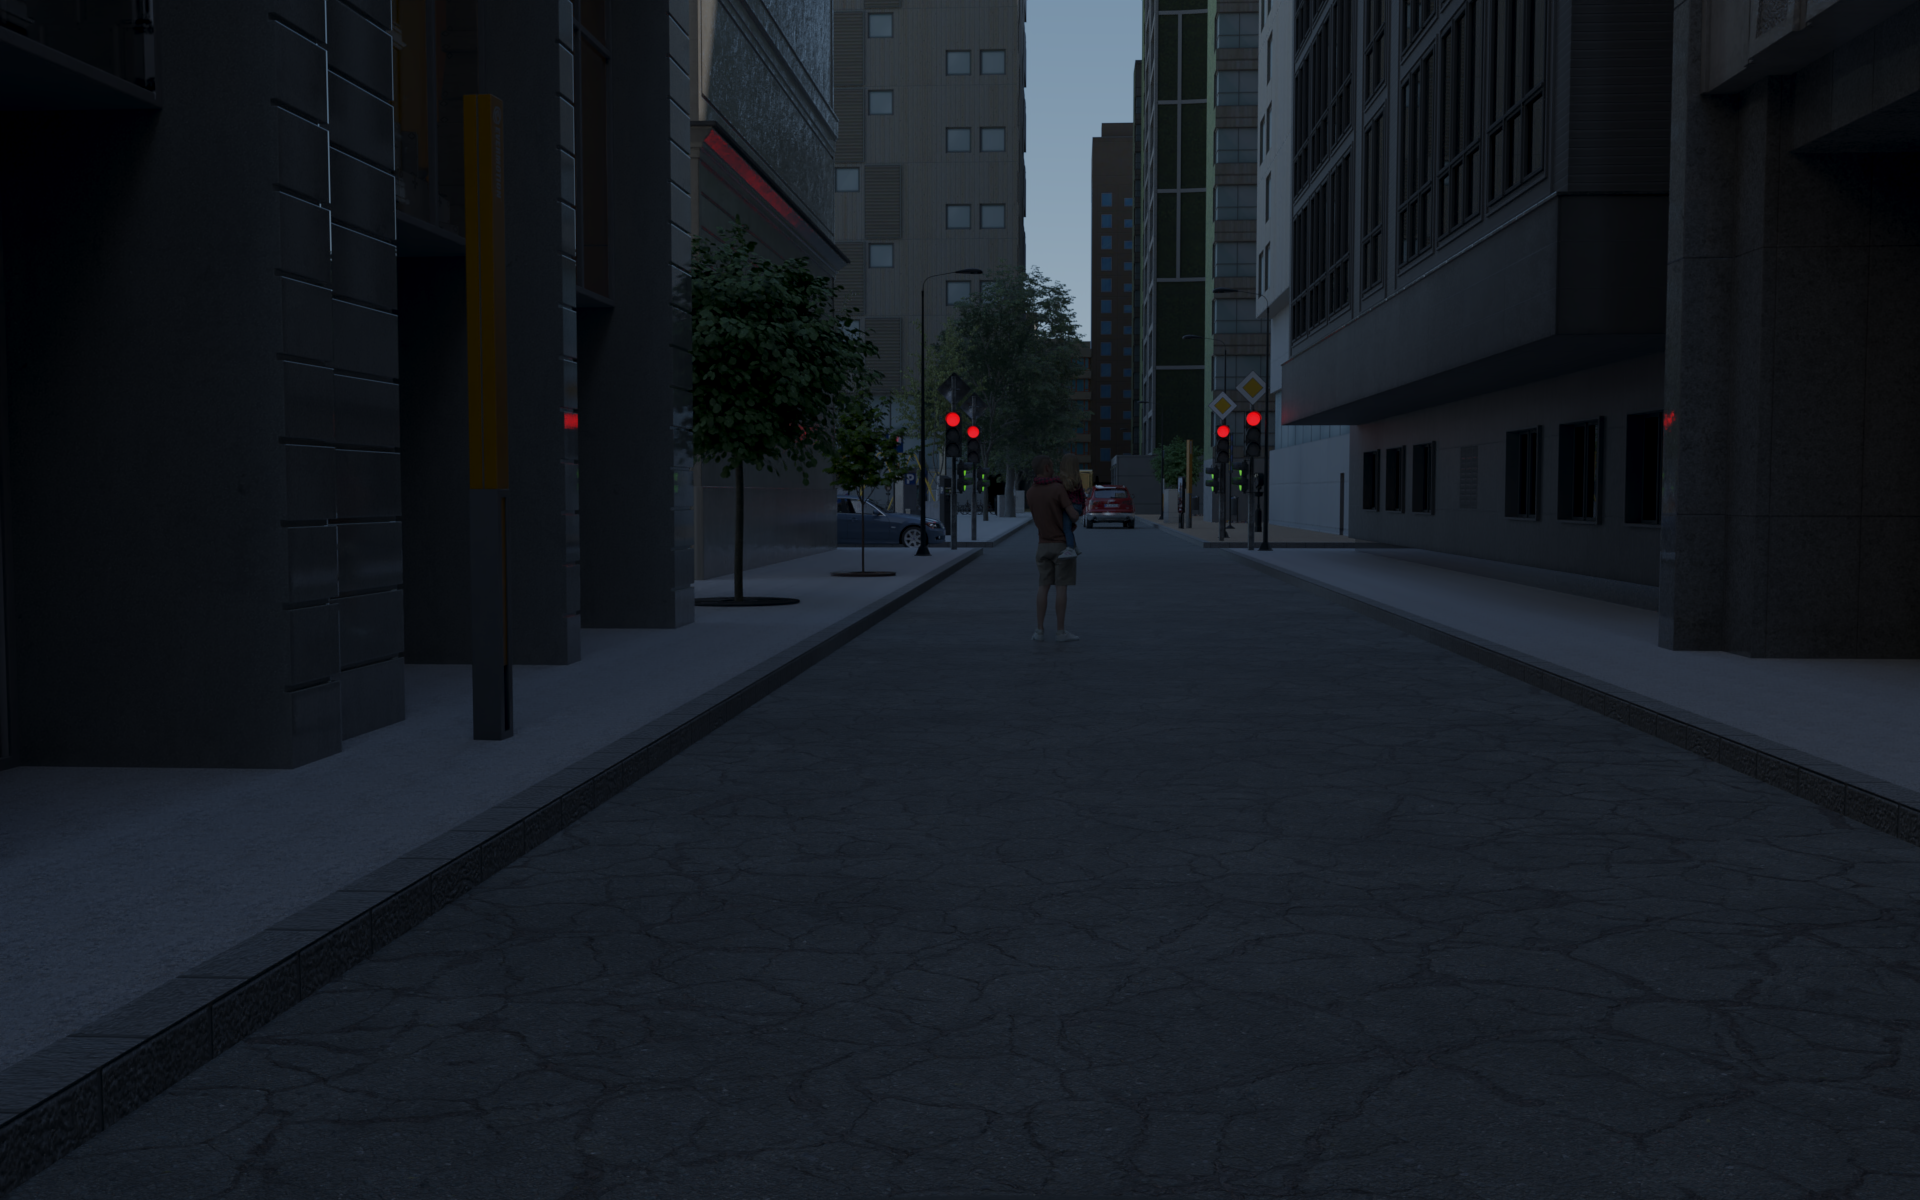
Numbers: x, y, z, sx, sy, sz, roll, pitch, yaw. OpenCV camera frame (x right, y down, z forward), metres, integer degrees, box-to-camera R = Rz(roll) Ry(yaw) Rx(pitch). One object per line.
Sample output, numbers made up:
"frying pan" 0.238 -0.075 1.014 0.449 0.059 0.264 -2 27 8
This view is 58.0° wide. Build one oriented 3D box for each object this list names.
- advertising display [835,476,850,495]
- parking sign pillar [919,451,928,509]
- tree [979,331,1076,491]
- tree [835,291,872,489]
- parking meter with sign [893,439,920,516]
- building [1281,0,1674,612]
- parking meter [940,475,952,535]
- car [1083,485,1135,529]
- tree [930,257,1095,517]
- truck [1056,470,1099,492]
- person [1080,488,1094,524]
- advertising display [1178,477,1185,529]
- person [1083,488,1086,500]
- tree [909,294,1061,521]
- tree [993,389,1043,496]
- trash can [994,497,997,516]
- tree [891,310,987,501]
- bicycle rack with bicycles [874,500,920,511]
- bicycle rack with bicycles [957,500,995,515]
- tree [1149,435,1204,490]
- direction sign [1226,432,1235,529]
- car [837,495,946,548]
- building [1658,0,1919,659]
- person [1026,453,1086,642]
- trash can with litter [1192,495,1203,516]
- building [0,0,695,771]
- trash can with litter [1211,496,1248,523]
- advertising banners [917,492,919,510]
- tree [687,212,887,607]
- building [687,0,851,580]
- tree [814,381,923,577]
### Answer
"advertising display" -3.532 -2.611 47.905 0.974 1.923 0.123 0 4 5
"parking sign pillar" -2.312 -7.337 108.433 1.447 3.967 1.447 0 4 5
"tree" 4.285 -12.205 117.672 7.486 12.596 7.792 0 3 0
"tree" -4.640 -6.633 58.819 4.360 8.622 3.978 0 3 0
"parking meter with sign" -1.570 -3.259 49.539 0.543 3.016 1.738 -2 4 -24
"building" 13.454 -14.225 26.091 14.314 27.812 24.014 0 4 4
"parking meter" -0.445 -2.937 53.724 0.255 1.863 0.399 -2 4 -28
"car" 6.275 -3.949 73.234 2.281 1.827 5.304 0 4 2
"tree" 2.807 -11.522 95.047 9.857 13.997 8.962 0 3 0
"truck" 9.263 -8.674 137.744 3.469 3.379 9.791 0 4 5
"person" 6.045 -4.437 81.803 0.760 1.731 0.466 -3 4 -38
"advertising display" 8.202 -3.605 64.159 0.123 1.923 0.974 0 4 -2
"person" 8.796 -6.982 122.538 0.514 1.842 0.818 -1 4 -13
"tree" 0.989 -9.027 81.998 8.767 10.594 7.601 3 5 40
"tree" 3.418 -9.436 104.644 4.360 8.622 3.978 0 3 0
"trash can" 2.341 -5.510 101.734 0.748 1.137 0.748 0 3 0
"tree" -0.904 -7.319 70.033 4.737 8.622 4.395 0 3 0
"bicycle rack with bicycles" -3.573 -5.387 101.462 2.852 0.926 2.925 -3 4 -37
"bicycle rack with bicycles" 0.764 -5.728 107.029 2.925 0.926 2.852 1 4 12
"tree" 12.143 -6.872 96.068 4.285 4.588 4.351 0 3 0
"direction sign" 9.990 -4.402 63.965 0.379 3.537 0.876 0 3 0
"car" -2.610 -1.986 44.478 4.499 1.417 2.014 0 4 3
"building" 11.197 -11.344 3.491 12.078 24.808 19.932 0 4 4
"person" 0.958 -0.518 16.947 0.580 1.828 0.573 -1 4 -9
"trash can with litter" 14.031 -5.503 101.029 2.233 1.210 1.678 2 4 30
"building" -8.991 -13.738 2.105 11.434 29.767 29.804 0 4 4
"trash can with litter" 12.247 -3.993 76.335 1.678 1.210 2.233 -2 4 -32
"advertising banners" -3.129 -7.309 115.686 2.074 3.025 0.090 3 5 43
"tree" -2.555 -2.231 20.197 4.285 4.588 4.351 0 3 0
"building" -17.529 -12.227 33.196 30.059 22.955 16.112 0 4 4
"tree" -1.618 -1.985 27.058 1.663 3.219 1.824 0 3 0
